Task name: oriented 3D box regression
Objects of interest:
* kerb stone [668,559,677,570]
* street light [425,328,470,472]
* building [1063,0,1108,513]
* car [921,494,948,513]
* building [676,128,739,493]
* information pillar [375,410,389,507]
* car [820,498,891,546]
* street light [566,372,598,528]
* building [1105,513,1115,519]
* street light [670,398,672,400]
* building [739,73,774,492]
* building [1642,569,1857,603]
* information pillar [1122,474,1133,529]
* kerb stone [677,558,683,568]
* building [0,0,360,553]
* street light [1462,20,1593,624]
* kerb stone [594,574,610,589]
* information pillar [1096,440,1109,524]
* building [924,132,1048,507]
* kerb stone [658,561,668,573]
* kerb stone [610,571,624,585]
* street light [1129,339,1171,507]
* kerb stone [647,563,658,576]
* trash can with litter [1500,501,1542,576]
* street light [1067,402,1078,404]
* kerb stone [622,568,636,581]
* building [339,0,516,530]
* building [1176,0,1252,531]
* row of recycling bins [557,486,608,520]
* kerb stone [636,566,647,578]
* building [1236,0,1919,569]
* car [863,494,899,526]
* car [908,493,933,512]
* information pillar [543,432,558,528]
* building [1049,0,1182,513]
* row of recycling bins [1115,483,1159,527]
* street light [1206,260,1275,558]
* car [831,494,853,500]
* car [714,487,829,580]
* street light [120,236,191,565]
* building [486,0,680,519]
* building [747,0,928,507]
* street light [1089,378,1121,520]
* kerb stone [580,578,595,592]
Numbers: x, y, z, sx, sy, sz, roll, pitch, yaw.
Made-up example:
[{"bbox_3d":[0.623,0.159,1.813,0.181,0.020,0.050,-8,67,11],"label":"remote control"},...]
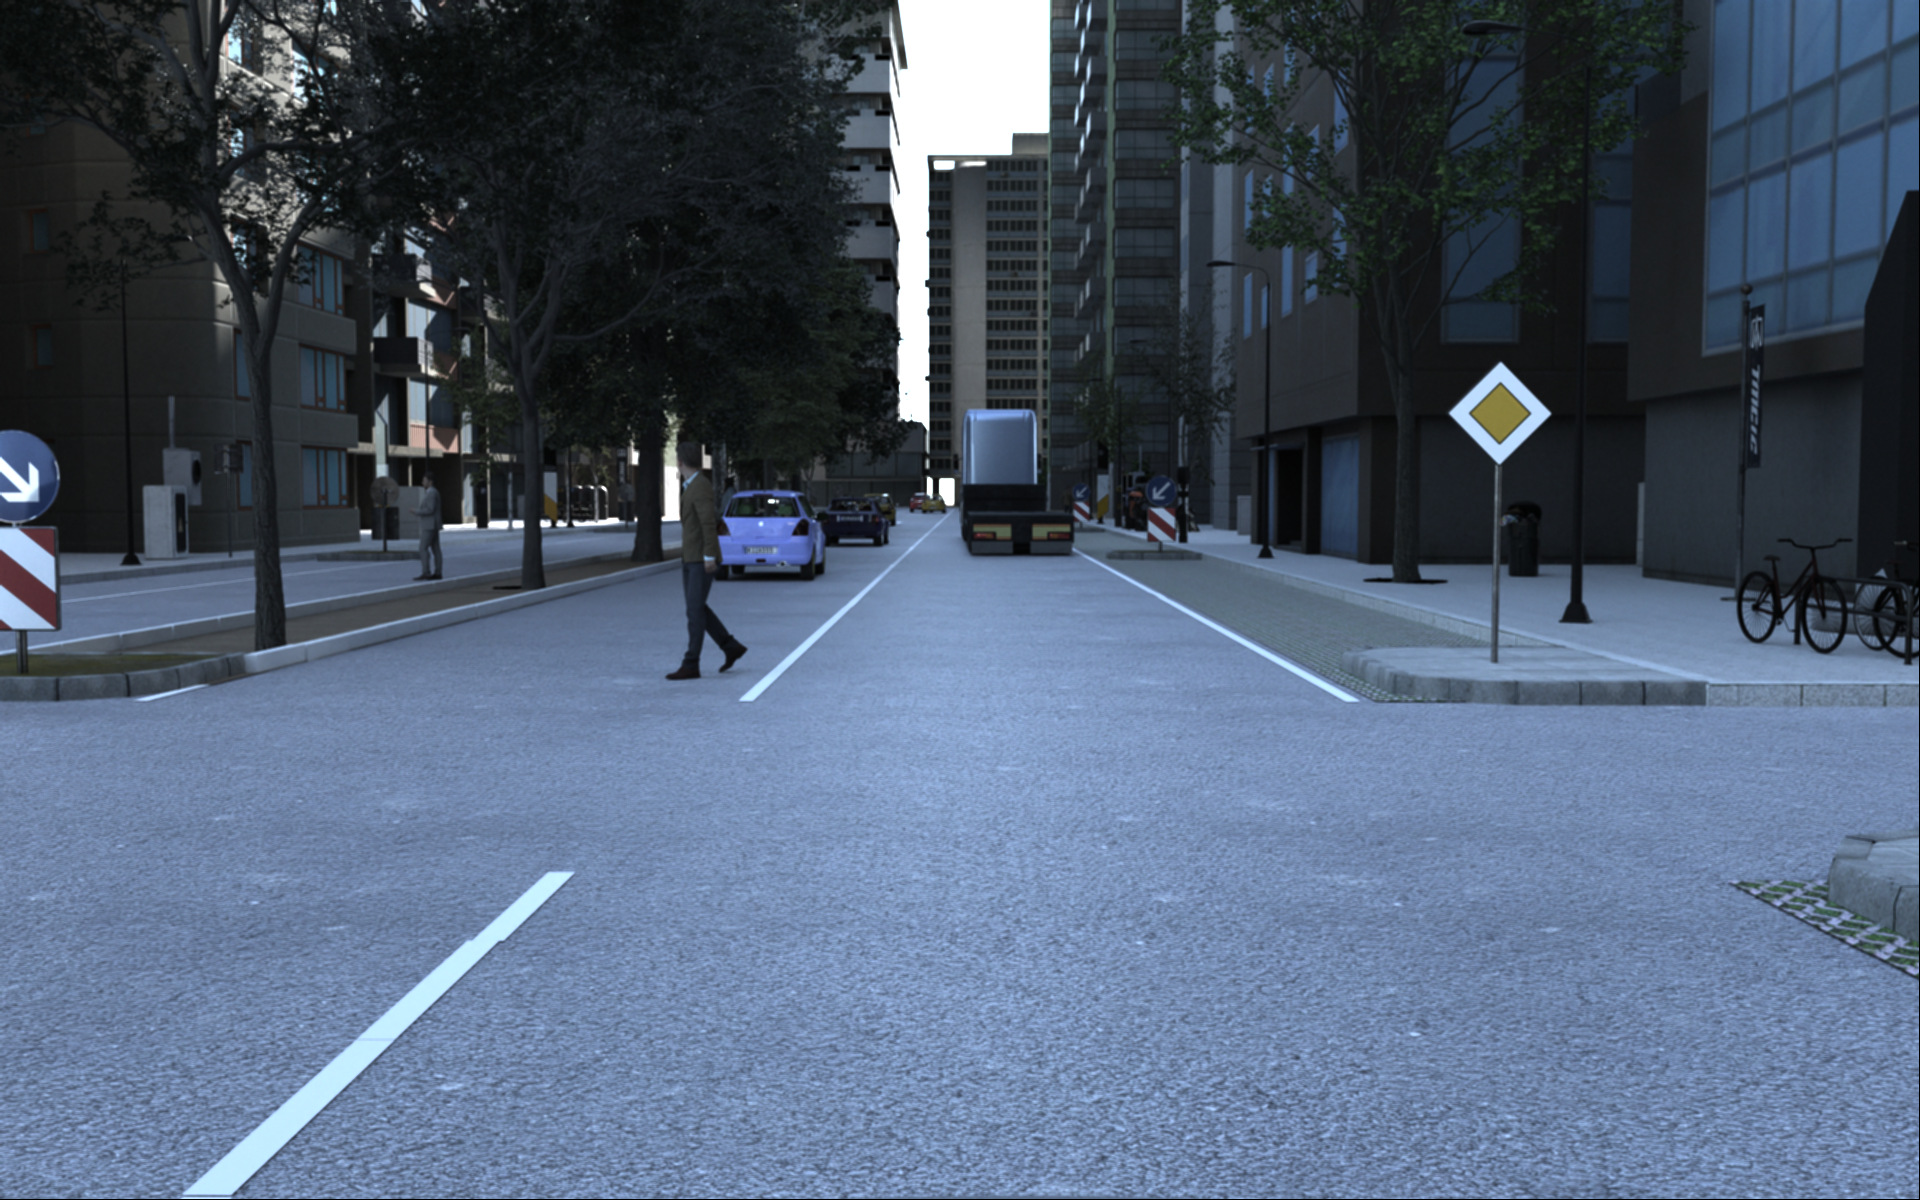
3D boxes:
[{"bbox_3d":[-5.540,-0.642,32.743,0.120,0.150,1.000,0,4,0],"label":"kerb stone"},{"bbox_3d":[-14.383,-4.648,48.528,1.470,5.913,1.316,0,4,0],"label":"street light"},{"bbox_3d":[19.423,-30.496,118.212,23.786,49.044,30.456,0,4,0],"label":"building"},{"bbox_3d":[-1.935,-7.337,130.184,2.015,1.641,3.980,0,4,2],"label":"car"},{"bbox_3d":[-22.068,-20.686,109.916,14.160,30.474,14.107,0,4,0],"label":"building"},{"bbox_3d":[-16.118,-3.484,48.311,0.504,3.616,0.183,3,5,39],"label":"information pillar"},{"bbox_3d":[-2.934,-2.213,48.767,1.945,1.354,3.894,0,4,1],"label":"car"},{"bbox_3d":[-14.363,-5.723,66.109,1.470,5.913,1.316,0,4,0],"label":"street light"},{"bbox_3d":[15.057,-25.232,96.143,14.154,41.232,14.086,0,4,0],"label":"building"},{"bbox_3d":[-14.159,-6.787,83.503,1.470,5.913,1.316,0,4,0],"label":"street light"},{"bbox_3d":[-28.380,-27.871,147.573,23.993,40.220,32.217,0,4,0],"label":"building"},{"bbox_3d":[17.172,-22.512,18.182,14.200,45.320,14.600,0,4,0],"label":"building"},{"bbox_3d":[6.196,-3.643,64.055,0.304,2.012,0.304,-2,4,-35],"label":"information pillar"},{"bbox_3d":[-5.532,-0.708,33.765,0.120,0.150,1.000,0,4,0],"label":"kerb stone"},{"bbox_3d":[-30.004,-11.403,31.479,27.650,21.520,28.899,0,4,0],"label":"building"},{"bbox_3d":[5.625,-2.730,17.170,1.470,5.913,1.316,0,4,0],"label":"street light"},{"bbox_3d":[-5.582,-0.265,26.595,0.120,0.150,1.000,0,4,0],"label":"kerb stone"},{"bbox_3d":[6.133,-5.084,74.484,0.504,3.616,0.183,0,3,0],"label":"information pillar"},{"bbox_3d":[8.249,-30.375,188.508,23.993,40.220,32.217,0,4,0],"label":"building"},{"bbox_3d":[-5.544,-0.582,31.717,0.120,0.150,1.000,0,4,0],"label":"kerb stone"},{"bbox_3d":[-5.566,-0.324,27.621,0.120,0.150,1.000,0,4,0],"label":"kerb stone"},{"bbox_3d":[5.749,-4.857,51.960,1.470,5.913,1.316,0,4,0],"label":"street light"},{"bbox_3d":[-5.550,-0.520,30.695,0.120,0.150,1.000,0,4,0],"label":"kerb stone"},{"bbox_3d":[8.827,-0.968,27.221,0.624,1.170,1.055,1,4,21],"label":"trash can with litter"},{"bbox_3d":[6.032,-7.005,87.078,1.470,5.913,1.316,0,4,0],"label":"street light"},{"bbox_3d":[-5.566,-0.392,28.646,0.120,0.150,1.000,0,4,0],"label":"kerb stone"},{"bbox_3d":[-30.611,-25.258,67.588,22.147,44.769,28.867,0,4,0],"label":"building"},{"bbox_3d":[20.039,-32.482,73.082,21.231,58.520,28.212,0,4,0],"label":"building"},{"bbox_3d":[-18.820,-4.829,86.060,3.534,1.692,1.069,3,4,37],"label":"row of recycling bins"},{"bbox_3d":[-5.552,-0.457,29.670,0.120,0.150,1.000,0,4,0],"label":"kerb stone"},{"bbox_3d":[14.038,-23.648,36.755,14.600,45.320,14.200,0,4,0],"label":"building"},{"bbox_3d":[-3.794,-4.224,79.290,2.015,1.641,3.980,0,4,-1],"label":"car"},{"bbox_3d":[-3.018,-7.786,136.348,2.155,1.783,4.494,0,4,0],"label":"car"},{"bbox_3d":[-15.428,-4.522,65.289,0.504,3.616,0.183,-1,4,-14],"label":"information pillar"},{"bbox_3d":[14.090,-27.958,140.713,14.154,41.232,14.086,0,4,0],"label":"building"},{"bbox_3d":[6.798,-3.619,66.288,1.069,1.692,3.534,-1,4,-11],"label":"row of recycling bins"},{"bbox_3d":[5.591,-3.794,34.566,1.470,5.913,1.316,0,4,0],"label":"street light"},{"bbox_3d":[-9.253,-7.857,138.253,2.009,1.686,4.222,0,3,0],"label":"car"},{"bbox_3d":[-3.264,-1.251,30.047,1.945,1.707,3.694,0,4,-1],"label":"car"},{"bbox_3d":[-14.450,-3.584,31.133,1.470,5.913,1.316,0,4,0],"label":"street light"},{"bbox_3d":[-23.810,-25.194,95.516,14.154,41.232,14.086,0,4,0],"label":"building"},{"bbox_3d":[-17.513,-36.453,185.251,27.495,52.752,28.713,0,4,0],"label":"building"},{"bbox_3d":[5.855,-5.921,69.355,1.470,5.913,1.316,0,4,0],"label":"street light"},{"bbox_3d":[-5.591,-0.201,25.569,0.120,0.150,1.000,0,4,0],"label":"kerb stone"}]
